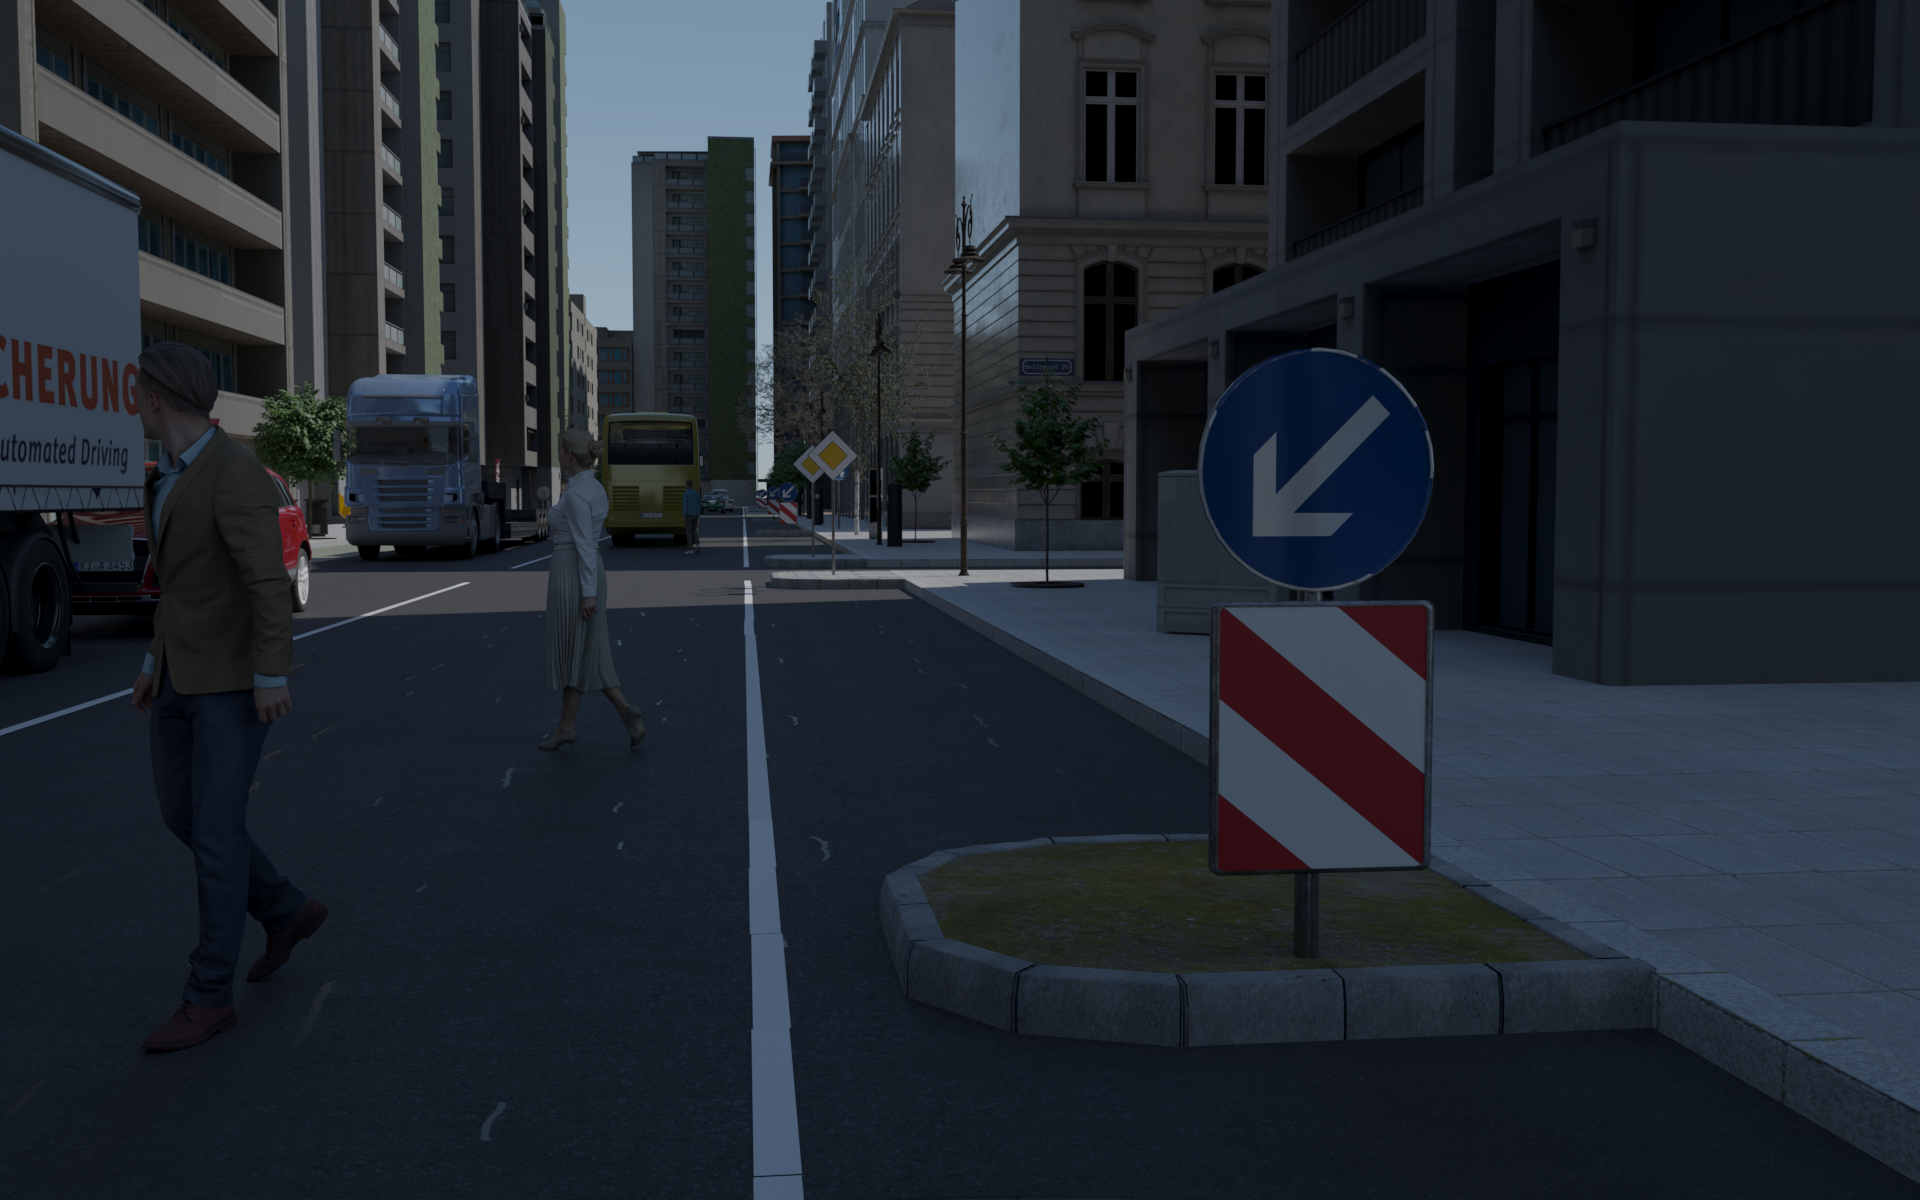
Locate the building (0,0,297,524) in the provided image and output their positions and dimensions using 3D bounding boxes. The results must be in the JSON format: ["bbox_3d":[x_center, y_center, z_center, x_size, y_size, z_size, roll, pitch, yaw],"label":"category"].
[{"bbox_3d":[-30.744,-25.642,42.949,21.300,48.544,21.600,0,4,-7],"label":"building"}]

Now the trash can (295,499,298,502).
[{"bbox_3d":[-17.791,-2.075,45.585,0.748,1.137,0.748,0,3,0],"label":"trash can"}]

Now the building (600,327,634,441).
[{"bbox_3d":[-52.629,-21.946,203.856,28.899,21.520,27.650,0,4,-7],"label":"building"}]

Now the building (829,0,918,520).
[{"bbox_3d":[-0.898,-19.478,95.964,11.434,29.767,29.804,0,4,-7],"label":"building"}]

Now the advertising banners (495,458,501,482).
[{"bbox_3d":[-22.844,-5.388,84.282,0.090,3.025,2.074,1,4,14],"label":"advertising banners"}]

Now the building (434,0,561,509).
[{"bbox_3d":[-30.805,-19.988,98.508,14.160,30.474,14.107,0,4,-7],"label":"building"}]

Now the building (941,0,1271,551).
[{"bbox_3d":[17.395,-13.841,45.393,34.723,24.649,14.460,0,4,-7],"label":"building"}]

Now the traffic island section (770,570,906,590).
[{"bbox_3d":[-1.981,-0.313,27.405,2.009,0.180,2.903,0,4,-7],"label":"traffic island section"}]

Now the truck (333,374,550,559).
[{"bbox_3d":[-12.830,-3.372,44.889,2.967,4.110,18.799,0,4,-8],"label":"truck"}]

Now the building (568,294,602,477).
[{"bbox_3d":[-50.760,-19.683,166.857,28.899,21.520,27.650,0,4,-7],"label":"building"}]

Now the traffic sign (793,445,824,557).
[{"bbox_3d":[-2.997,-1.933,35.248,0.795,2.450,0.064,0,4,-7],"label":"traffic sign"}]

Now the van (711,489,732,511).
[{"bbox_3d":[-20.797,-8.749,150.052,2.013,2.044,4.112,0,4,-6],"label":"van"}]

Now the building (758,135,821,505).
[{"bbox_3d":[-9.739,-33.752,206.470,28.867,44.769,22.147,0,4,-7],"label":"building"}]

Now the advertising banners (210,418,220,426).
[{"bbox_3d":[-17.534,-2.633,39.231,0.090,3.025,2.074,1,4,23],"label":"advertising banners"}]

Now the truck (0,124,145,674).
[{"bbox_3d":[-8.068,-1.316,10.433,2.839,4.237,11.283,0,4,-7],"label":"truck"}]

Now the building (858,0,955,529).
[{"bbox_3d":[1.322,-13.606,71.603,9.793,20.994,18.267,0,4,-7],"label":"building"}]

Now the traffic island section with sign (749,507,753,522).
[{"bbox_3d":[-9.584,-4.852,87.966,1.989,1.847,2.006,0,4,-7],"label":"traffic island section with sign"}]

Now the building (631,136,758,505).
[{"bbox_3d":[-30.640,-31.623,200.633,14.086,41.232,14.154,0,4,-7],"label":"building"}]

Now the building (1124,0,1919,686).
[{"bbox_3d":[13.880,-35.283,15.136,20.563,71.187,20.611,0,4,-7],"label":"building"}]

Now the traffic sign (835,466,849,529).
[{"bbox_3d":[-4.396,-3.839,62.877,0.768,2.556,0.104,0,4,-5],"label":"traffic sign"}]

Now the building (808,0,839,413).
[{"bbox_3d":[-3.396,-33.642,169.650,23.786,49.044,30.456,0,4,-7],"label":"building"}]

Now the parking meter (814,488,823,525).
[{"bbox_3d":[-5.836,-3.846,71.288,0.372,1.533,0.369,0,3,0],"label":"parking meter"}]

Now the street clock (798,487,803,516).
[{"bbox_3d":[-9.525,-6.036,103.254,0.471,2.002,0.358,0,4,-1],"label":"street clock"}]

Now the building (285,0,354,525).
[{"bbox_3d":[-31.113,-23.970,75.506,14.154,41.232,14.086,0,4,-7],"label":"building"}]

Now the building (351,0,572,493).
[{"bbox_3d":[-38.917,-27.773,137.680,14.154,41.232,14.086,0,4,-7],"label":"building"}]

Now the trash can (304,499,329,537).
[{"bbox_3d":[-19.352,-2.476,52.137,0.748,1.137,0.748,0,3,0],"label":"trash can"}]

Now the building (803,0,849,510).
[{"bbox_3d":[-0.892,-50.440,137.370,22.319,86.520,31.000,0,4,-7],"label":"building"}]

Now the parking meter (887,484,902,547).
[{"bbox_3d":[-1.591,-2.065,42.179,0.372,1.533,0.369,0,3,0],"label":"parking meter"}]

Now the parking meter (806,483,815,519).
[{"bbox_3d":[-7.706,-5.119,89.400,0.399,1.863,0.255,-3,5,-42],"label":"parking meter"}]

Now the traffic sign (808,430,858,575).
[{"bbox_3d":[-2.003,-1.448,27.325,0.795,2.450,0.064,0,4,-7],"label":"traffic sign"}]

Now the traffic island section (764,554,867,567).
[{"bbox_3d":[-2.975,-0.798,35.328,2.009,0.180,2.903,0,4,-7],"label":"traffic island section"}]
